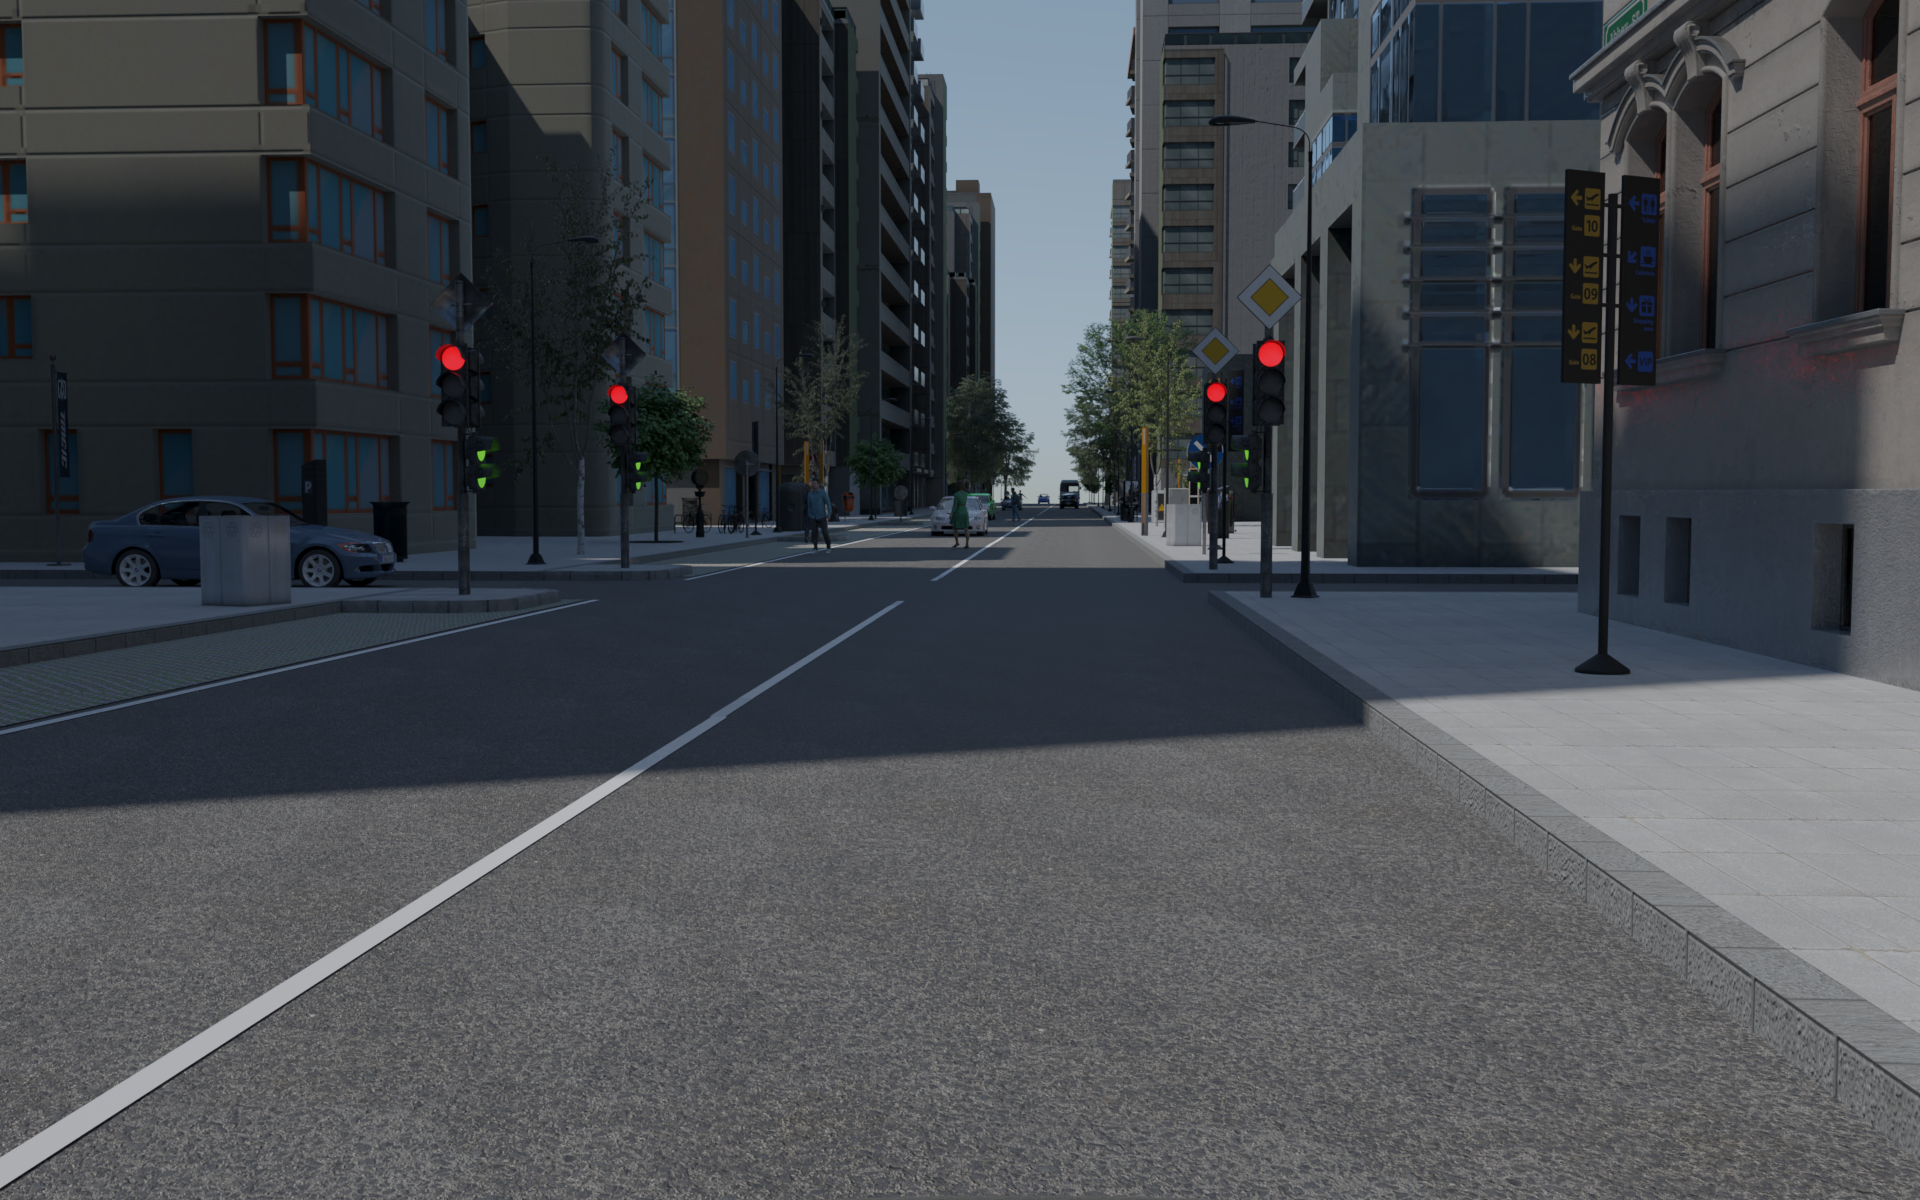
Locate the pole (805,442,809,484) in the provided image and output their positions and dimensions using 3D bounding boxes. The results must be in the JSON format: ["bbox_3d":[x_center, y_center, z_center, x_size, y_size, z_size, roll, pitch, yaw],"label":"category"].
[{"bbox_3d":[-5.940,-4.491,67.263,0.158,3.312,0.155,0,3,0],"label":"pole"}]

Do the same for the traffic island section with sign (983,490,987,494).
[{"bbox_3d":[2.205,-8.984,155.510,1.989,1.847,2.006,0,4,4],"label":"traffic island section with sign"}]

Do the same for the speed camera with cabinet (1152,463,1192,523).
[{"bbox_3d":[9.563,-5.052,76.940,2.038,3.252,0.660,1,4,11],"label":"speed camera with cabinet"}]

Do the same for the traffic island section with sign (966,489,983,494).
[{"bbox_3d":[0.464,-7.326,128.413,1.989,1.847,2.006,0,4,4],"label":"traffic island section with sign"}]

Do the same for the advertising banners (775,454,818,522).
[{"bbox_3d":[-7.175,-4.887,76.082,2.074,3.025,0.090,1,4,20],"label":"advertising banners"}]

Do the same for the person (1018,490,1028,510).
[{"bbox_3d":[5.593,-9.309,160.705,1.348,1.824,0.705,-1,4,-9],"label":"person"}]

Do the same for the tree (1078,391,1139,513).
[{"bbox_3d":[10.028,-10.029,114.331,4.360,8.622,3.978,0,3,0],"label":"tree"}]

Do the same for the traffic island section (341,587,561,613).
[{"bbox_3d":[-6.353,0.008,22.145,2.009,0.180,2.903,0,4,4],"label":"traffic island section"}]

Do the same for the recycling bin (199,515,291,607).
[{"bbox_3d":[-8.306,-0.464,20.141,0.722,1.027,0.722,2,4,25],"label":"recycling bin"}]

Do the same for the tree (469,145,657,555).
[{"bbox_3d":[-8.201,-5.283,36.739,4.360,8.622,3.978,0,3,0],"label":"tree"}]

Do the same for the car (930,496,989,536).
[{"bbox_3d":[0.006,-2.968,60.886,2.083,1.381,4.827,0,4,3],"label":"car"}]

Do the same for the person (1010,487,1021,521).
[{"bbox_3d":[2.858,-5.026,91.019,0.721,1.781,0.623,-1,4,-23],"label":"person"}]

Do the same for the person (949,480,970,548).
[{"bbox_3d":[0.017,-2.259,45.679,0.529,1.795,0.600,3,5,43],"label":"person"}]

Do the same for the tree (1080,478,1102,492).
[{"bbox_3d":[19.368,-16.645,255.851,4.285,4.588,4.351,0,3,0],"label":"tree"}]

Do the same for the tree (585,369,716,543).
[{"bbox_3d":[-8.127,-3.794,45.738,4.285,4.588,4.351,0,3,0],"label":"tree"}]

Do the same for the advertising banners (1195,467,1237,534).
[{"bbox_3d":[8.207,-3.653,55.921,2.074,3.025,0.090,-3,4,-38],"label":"advertising banners"}]

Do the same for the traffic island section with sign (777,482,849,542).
[{"bbox_3d":[-4.405,-2.681,52.467,1.989,1.847,2.006,0,4,4],"label":"traffic island section with sign"}]

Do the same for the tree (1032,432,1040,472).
[{"bbox_3d":[7.088,-21.888,264.528,9.857,13.997,8.962,0,3,0],"label":"tree"}]

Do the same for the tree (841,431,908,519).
[{"bbox_3d":[-4.444,-6.504,90.048,4.285,4.588,4.351,0,3,0],"label":"tree"}]

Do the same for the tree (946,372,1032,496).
[{"bbox_3d":[1.062,-16.721,180.051,9.857,13.997,8.962,0,3,0],"label":"tree"}]

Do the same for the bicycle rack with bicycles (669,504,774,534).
[{"bbox_3d":[-8.016,-2.673,57.086,2.852,0.926,2.925,1,4,18],"label":"bicycle rack with bicycles"}]

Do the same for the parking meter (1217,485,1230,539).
[{"bbox_3d":[7.579,-2.539,49.916,0.372,1.533,0.369,0,3,0],"label":"parking meter"}]

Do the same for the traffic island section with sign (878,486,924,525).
[{"bbox_3d":[-2.683,-4.327,79.367,1.989,1.847,2.006,0,4,4],"label":"traffic island section with sign"}]

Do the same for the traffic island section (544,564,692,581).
[{"bbox_3d":[-5.841,-0.479,30.113,2.009,0.180,2.903,0,4,4],"label":"traffic island section"}]

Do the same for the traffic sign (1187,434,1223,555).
[{"bbox_3d":[5.174,-2.232,36.607,0.768,2.556,0.104,1,4,10],"label":"traffic sign"}]

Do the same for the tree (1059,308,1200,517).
[{"bbox_3d":[9.402,-10.376,95.400,9.928,11.665,9.643,0,3,0],"label":"tree"}]

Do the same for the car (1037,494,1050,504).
[{"bbox_3d":[12.119,-14.714,250.169,1.945,1.707,3.694,0,4,5],"label":"car"}]

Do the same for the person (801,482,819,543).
[{"bbox_3d":[-4.355,-2.557,50.733,0.576,1.772,0.534,0,4,-6],"label":"person"}]

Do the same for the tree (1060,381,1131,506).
[{"bbox_3d":[15.997,-17.305,189.583,9.857,13.997,8.962,0,3,0],"label":"tree"}]

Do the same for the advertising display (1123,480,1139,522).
[{"bbox_3d":[7.974,-4.620,80.751,0.974,1.923,0.123,-3,5,-42],"label":"advertising display"}]

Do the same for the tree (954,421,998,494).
[{"bbox_3d":[1.469,-13.510,171.242,4.360,8.622,3.978,0,3,0],"label":"tree"}]

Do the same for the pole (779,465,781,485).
[{"bbox_3d":[-8.914,-5.595,85.324,0.158,3.312,0.155,0,3,0],"label":"pole"}]

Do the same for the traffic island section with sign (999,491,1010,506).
[{"bbox_3d":[5.839,-12.441,212.030,1.989,1.847,2.006,0,4,4],"label":"traffic island section with sign"}]

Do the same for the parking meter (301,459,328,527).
[{"bbox_3d":[-10.961,-1.450,29.421,0.399,1.863,0.255,2,4,33],"label":"parking meter"}]

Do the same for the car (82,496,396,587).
[{"bbox_3d":[-10.923,-0.882,26.416,4.499,1.417,2.014,0,4,2],"label":"car"}]

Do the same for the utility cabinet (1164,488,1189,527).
[{"bbox_3d":[8.279,-3.490,65.742,1.173,1.500,0.318,-3,4,-37],"label":"utility cabinet"}]

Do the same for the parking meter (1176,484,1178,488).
[{"bbox_3d":[12.839,-5.859,101.502,0.255,1.863,0.399,2,4,23],"label":"parking meter"}]

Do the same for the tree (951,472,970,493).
[{"bbox_3d":[-0.142,-9.726,153.619,1.663,3.219,1.824,0,3,0],"label":"tree"}]

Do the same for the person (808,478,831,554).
[{"bbox_3d":[-3.342,-2.018,41.506,0.660,1.820,0.620,1,4,21],"label":"person"}]

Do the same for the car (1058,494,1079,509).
[{"bbox_3d":[10.514,-9.674,167.962,2.009,1.686,4.222,0,4,4],"label":"car"}]

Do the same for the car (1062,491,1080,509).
[{"bbox_3d":[11.007,-9.964,172.501,1.945,1.707,3.694,0,4,4],"label":"car"}]

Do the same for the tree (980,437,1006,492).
[{"bbox_3d":[3.279,-15.592,205.288,4.737,8.622,4.395,0,3,0],"label":"tree"}]

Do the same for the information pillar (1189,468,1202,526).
[{"bbox_3d":[6.713,-2.748,49.428,0.304,2.012,0.304,2,4,24],"label":"information pillar"}]

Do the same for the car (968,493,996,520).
[{"bbox_3d":[1.010,-5.326,95.871,1.959,1.807,4.718,0,4,5],"label":"car"}]

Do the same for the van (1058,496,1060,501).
[{"bbox_3d":[14.914,-14.563,245.109,2.013,2.044,4.112,0,4,2],"label":"van"}]

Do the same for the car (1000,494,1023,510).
[{"bbox_3d":[4.592,-8.609,152.754,2.014,1.417,4.499,0,4,4],"label":"car"}]

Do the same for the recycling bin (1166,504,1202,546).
[{"bbox_3d":[5.534,-1.851,42.812,0.722,1.027,0.722,0,4,-8],"label":"recycling bin"}]

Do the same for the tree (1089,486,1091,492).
[{"bbox_3d":[17.183,-13.876,221.469,1.663,3.219,1.824,0,3,0],"label":"tree"}]

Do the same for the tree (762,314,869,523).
[{"bbox_3d":[-5.677,-7.370,70.861,4.360,8.622,3.978,0,3,0],"label":"tree"}]

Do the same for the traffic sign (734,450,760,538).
[{"bbox_3d":[-6.205,-3.076,50.400,0.768,2.556,0.104,0,4,4],"label":"traffic sign"}]

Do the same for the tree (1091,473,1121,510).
[{"bbox_3d":[12.206,-9.033,142.283,1.663,3.219,1.824,0,3,0],"label":"tree"}]

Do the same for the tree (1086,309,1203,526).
[{"bbox_3d":[7.776,-7.225,68.493,4.737,8.622,4.395,0,3,0],"label":"tree"}]
